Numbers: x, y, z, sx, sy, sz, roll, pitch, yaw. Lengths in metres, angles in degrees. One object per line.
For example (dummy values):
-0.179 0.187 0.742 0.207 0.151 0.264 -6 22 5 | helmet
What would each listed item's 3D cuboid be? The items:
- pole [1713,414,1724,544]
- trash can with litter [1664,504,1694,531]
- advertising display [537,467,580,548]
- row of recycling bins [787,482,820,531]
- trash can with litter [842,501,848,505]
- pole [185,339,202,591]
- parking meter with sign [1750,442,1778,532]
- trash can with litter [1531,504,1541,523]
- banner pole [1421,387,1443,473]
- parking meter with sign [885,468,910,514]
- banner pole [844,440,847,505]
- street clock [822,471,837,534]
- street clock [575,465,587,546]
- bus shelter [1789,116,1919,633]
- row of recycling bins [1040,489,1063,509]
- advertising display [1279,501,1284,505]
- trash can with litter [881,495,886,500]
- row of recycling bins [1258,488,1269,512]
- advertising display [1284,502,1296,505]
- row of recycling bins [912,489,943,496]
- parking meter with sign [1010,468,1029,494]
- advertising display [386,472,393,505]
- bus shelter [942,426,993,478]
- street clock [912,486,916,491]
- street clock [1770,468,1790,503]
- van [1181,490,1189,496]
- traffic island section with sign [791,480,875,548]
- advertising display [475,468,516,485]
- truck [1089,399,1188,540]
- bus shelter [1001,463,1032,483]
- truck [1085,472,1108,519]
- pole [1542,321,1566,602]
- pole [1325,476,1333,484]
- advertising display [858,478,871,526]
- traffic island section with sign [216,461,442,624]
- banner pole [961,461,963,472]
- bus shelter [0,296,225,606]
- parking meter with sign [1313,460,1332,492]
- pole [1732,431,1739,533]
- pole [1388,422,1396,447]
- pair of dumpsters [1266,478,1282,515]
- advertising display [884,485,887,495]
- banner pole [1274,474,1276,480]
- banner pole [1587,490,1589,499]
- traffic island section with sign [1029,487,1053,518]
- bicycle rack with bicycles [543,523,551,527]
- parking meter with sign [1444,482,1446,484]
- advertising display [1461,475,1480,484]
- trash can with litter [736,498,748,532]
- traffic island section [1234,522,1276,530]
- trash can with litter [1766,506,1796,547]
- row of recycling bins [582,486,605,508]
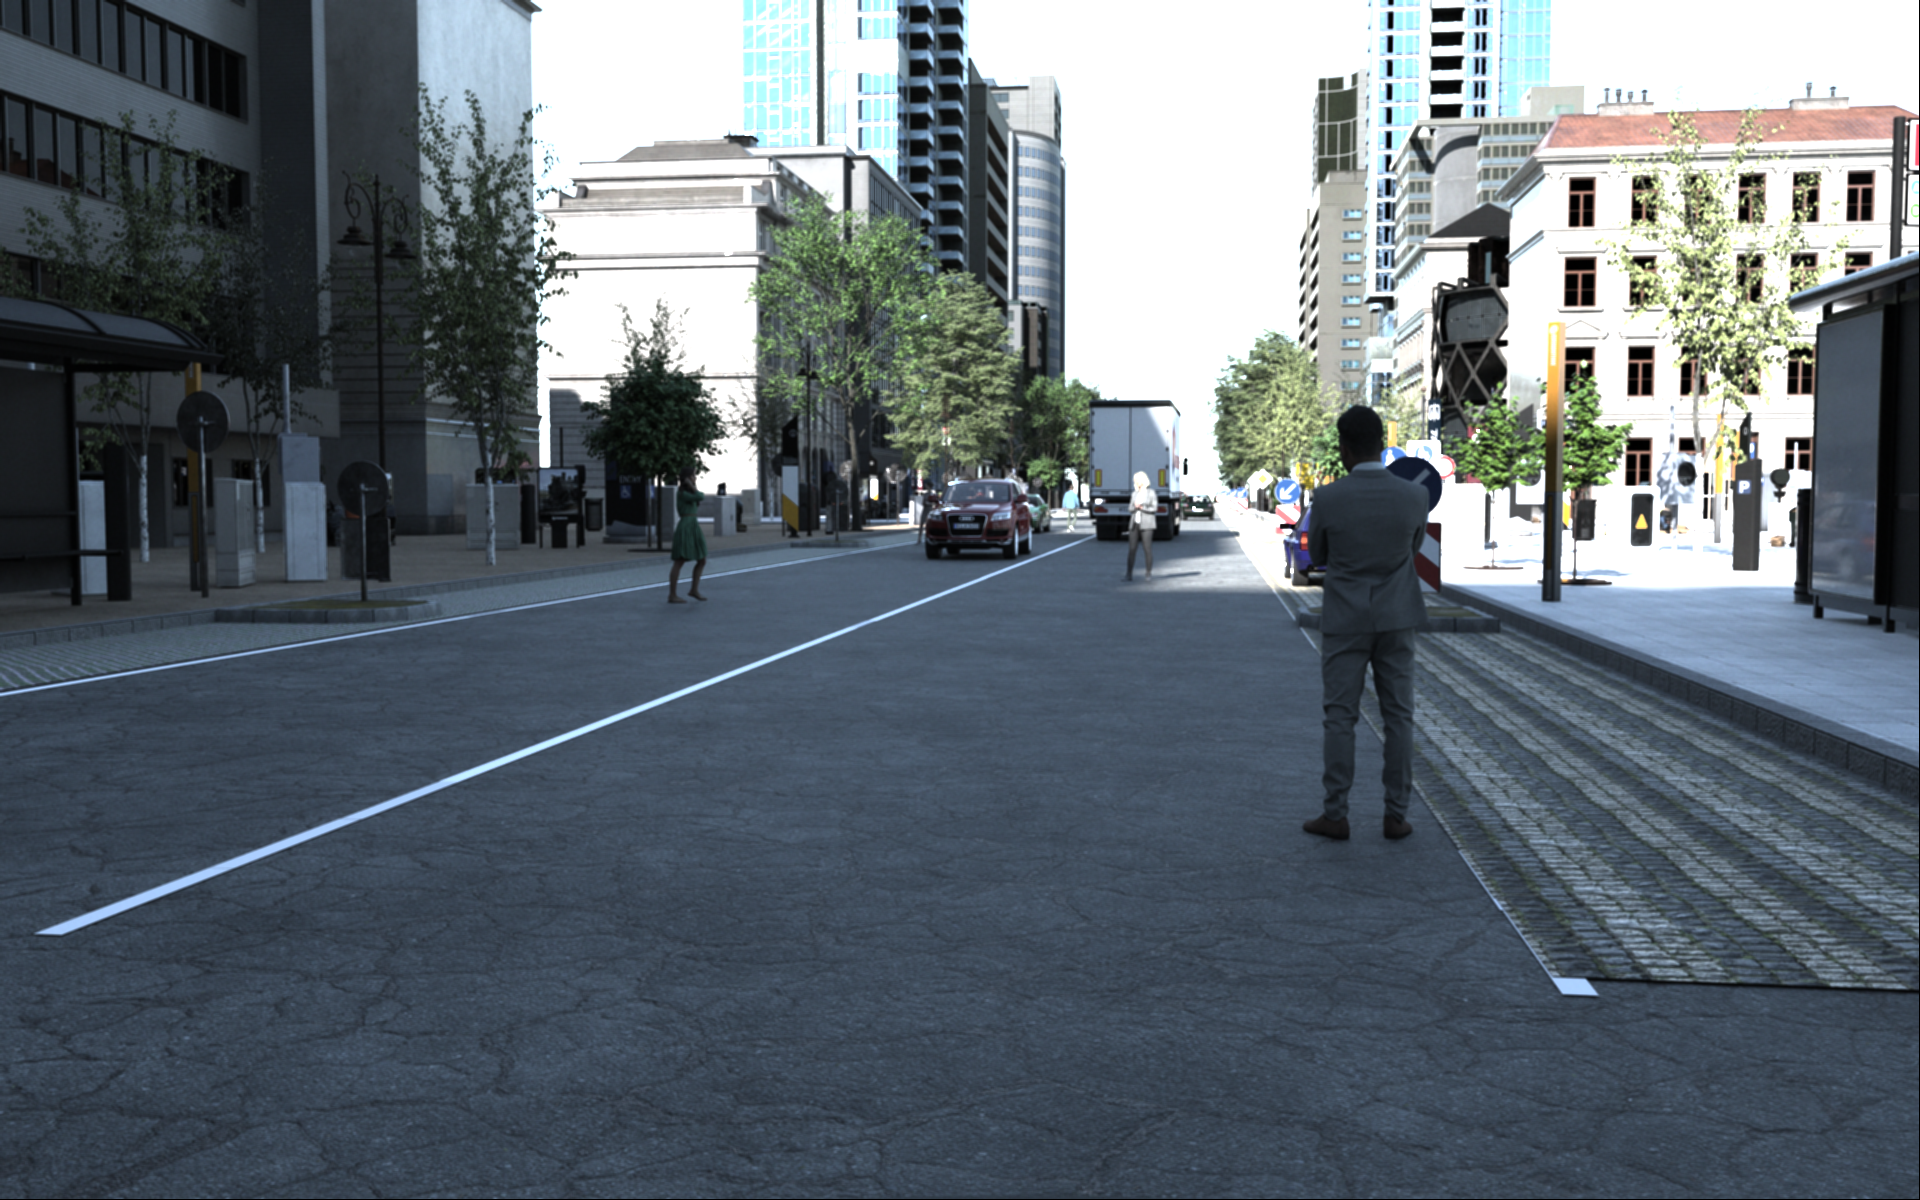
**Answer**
19.479 -3.096 44.458 0.158 3.312 0.155 0 3 0 | pole
25.422 -3.046 60.867 2.233 1.210 1.678 0 4 -7 | trash can with litter
-9.512 -2.193 41.069 0.974 1.923 0.123 -1 4 -14 | advertising display
-5.563 -3.305 61.145 1.069 1.692 3.534 0 4 2 | row of recycling bins
-6.983 -5.410 99.843 1.055 1.170 0.624 3 4 37 | trash can with litter
-10.077 -1.773 22.831 0.158 3.312 0.155 0 3 0 | pole
27.491 -3.827 58.837 1.738 3.016 0.543 -1 4 -16 | parking meter with sign
25.498 -3.943 75.856 1.055 1.170 0.624 -1 4 -15 | trash can with litter
10.910 -3.074 40.274 0.401 3.779 0.863 -2 4 -24 | banner pole
-4.188 -7.181 113.673 1.738 3.016 0.543 1 4 17 | parking meter with sign
-5.308 -5.516 80.197 0.401 3.779 0.863 0 4 -7 | banner pole
-4.149 -3.085 55.013 0.358 2.002 0.471 3 5 40 | street clock
-9.436 -2.353 43.040 0.358 2.002 0.471 0 4 -5 | street clock
9.423 -2.362 16.243 2.179 5.291 8.768 0 4 8 | bus shelter
7.820 -8.820 151.317 1.069 1.692 3.534 -2 4 -30 | row of recycling bins
16.645 -5.190 90.066 0.123 1.923 0.974 1 4 9 | advertising display
-7.758 -8.384 148.143 2.233 1.210 1.678 -3 4 -37 | trash can with litter
22.355 -7.340 127.116 1.069 1.692 3.534 0 4 7 | row of recycling bins
17.439 -5.270 91.375 0.974 1.923 0.123 -2 4 -28 | advertising display
-2.255 -8.339 143.463 3.534 1.692 1.069 1 4 15 | row of recycling bins
4.250 -7.366 116.688 1.738 3.016 0.543 2 4 34 | parking meter with sign
-16.724 -2.719 49.664 0.123 1.923 0.974 3 5 42 | advertising display
0.399 -7.741 104.202 2.179 5.291 8.768 0 4 8 | bus shelter
-4.054 -9.138 153.984 0.358 2.002 0.471 -1 4 -19 | street clock
23.229 -2.723 49.096 0.471 2.002 0.358 0 4 -1 | street clock
22.691 -10.394 176.957 2.013 2.044 4.112 1 4 10 | van
-3.362 -2.327 46.672 1.989 1.847 2.006 0 4 8 | traffic island section with sign
-11.551 -2.319 43.130 0.974 1.923 0.123 -1 4 -20 | advertising display
5.936 -4.160 56.926 2.839 4.237 11.283 1 4 9 | truck
4.339 -8.635 132.467 1.731 3.624 6.357 0 4 8 | bus shelter
9.189 -7.065 104.420 2.839 4.237 11.283 0 4 7 | truck
7.072 -1.637 20.614 0.158 3.312 0.155 0 3 0 | pole
16.397 -5.104 77.291 0.158 3.312 0.155 0 3 0 | pole
-3.960 -4.010 70.784 0.123 1.923 0.974 -3 4 -37 | advertising display
-7.135 -0.694 19.981 1.989 1.847 2.006 0 4 8 | traffic island section with sign
0.090 -6.472 95.831 0.401 3.779 0.863 0 4 6 | banner pole
-9.816 -1.432 17.337 2.014 3.302 5.546 0 4 8 | bus shelter
18.387 -5.481 85.882 1.738 3.016 0.543 0 4 2 | parking meter with sign
25.230 -3.818 56.269 0.158 3.312 0.155 0 3 0 | pole
12.214 -3.375 49.023 0.158 3.312 0.155 0 3 0 | pole
20.263 -6.550 109.583 1.574 2.255 4.437 0 4 8 | pair of dumpsters
-5.197 -7.051 120.501 0.123 1.923 0.974 0 4 -6 | advertising display
26.179 -9.423 144.076 0.401 3.779 0.863 2 4 25 | banner pole
25.072 -4.795 68.422 0.863 3.779 0.401 1 4 18 | banner pole
4.425 -5.703 101.873 1.989 1.847 2.006 0 4 8 | traffic island section with sign
-17.234 -3.375 68.556 2.925 0.926 2.852 1 4 21 | bicycle rack with bicycles
30.972 -7.044 111.429 0.543 3.016 1.738 3 5 43 | parking meter with sign
16.749 -3.155 56.806 0.123 1.923 0.974 -1 4 -16 | advertising display
-7.518 -2.902 58.828 0.624 1.170 1.055 -2 4 -33 | trash can with litter
13.338 -3.396 77.813 2.009 0.180 2.903 0 4 8 | traffic island section
20.009 -1.856 41.732 1.055 1.170 0.624 3 5 41 | trash can with litter
-30.260 -8.159 140.518 1.069 1.692 3.534 2 4 24 | row of recycling bins
